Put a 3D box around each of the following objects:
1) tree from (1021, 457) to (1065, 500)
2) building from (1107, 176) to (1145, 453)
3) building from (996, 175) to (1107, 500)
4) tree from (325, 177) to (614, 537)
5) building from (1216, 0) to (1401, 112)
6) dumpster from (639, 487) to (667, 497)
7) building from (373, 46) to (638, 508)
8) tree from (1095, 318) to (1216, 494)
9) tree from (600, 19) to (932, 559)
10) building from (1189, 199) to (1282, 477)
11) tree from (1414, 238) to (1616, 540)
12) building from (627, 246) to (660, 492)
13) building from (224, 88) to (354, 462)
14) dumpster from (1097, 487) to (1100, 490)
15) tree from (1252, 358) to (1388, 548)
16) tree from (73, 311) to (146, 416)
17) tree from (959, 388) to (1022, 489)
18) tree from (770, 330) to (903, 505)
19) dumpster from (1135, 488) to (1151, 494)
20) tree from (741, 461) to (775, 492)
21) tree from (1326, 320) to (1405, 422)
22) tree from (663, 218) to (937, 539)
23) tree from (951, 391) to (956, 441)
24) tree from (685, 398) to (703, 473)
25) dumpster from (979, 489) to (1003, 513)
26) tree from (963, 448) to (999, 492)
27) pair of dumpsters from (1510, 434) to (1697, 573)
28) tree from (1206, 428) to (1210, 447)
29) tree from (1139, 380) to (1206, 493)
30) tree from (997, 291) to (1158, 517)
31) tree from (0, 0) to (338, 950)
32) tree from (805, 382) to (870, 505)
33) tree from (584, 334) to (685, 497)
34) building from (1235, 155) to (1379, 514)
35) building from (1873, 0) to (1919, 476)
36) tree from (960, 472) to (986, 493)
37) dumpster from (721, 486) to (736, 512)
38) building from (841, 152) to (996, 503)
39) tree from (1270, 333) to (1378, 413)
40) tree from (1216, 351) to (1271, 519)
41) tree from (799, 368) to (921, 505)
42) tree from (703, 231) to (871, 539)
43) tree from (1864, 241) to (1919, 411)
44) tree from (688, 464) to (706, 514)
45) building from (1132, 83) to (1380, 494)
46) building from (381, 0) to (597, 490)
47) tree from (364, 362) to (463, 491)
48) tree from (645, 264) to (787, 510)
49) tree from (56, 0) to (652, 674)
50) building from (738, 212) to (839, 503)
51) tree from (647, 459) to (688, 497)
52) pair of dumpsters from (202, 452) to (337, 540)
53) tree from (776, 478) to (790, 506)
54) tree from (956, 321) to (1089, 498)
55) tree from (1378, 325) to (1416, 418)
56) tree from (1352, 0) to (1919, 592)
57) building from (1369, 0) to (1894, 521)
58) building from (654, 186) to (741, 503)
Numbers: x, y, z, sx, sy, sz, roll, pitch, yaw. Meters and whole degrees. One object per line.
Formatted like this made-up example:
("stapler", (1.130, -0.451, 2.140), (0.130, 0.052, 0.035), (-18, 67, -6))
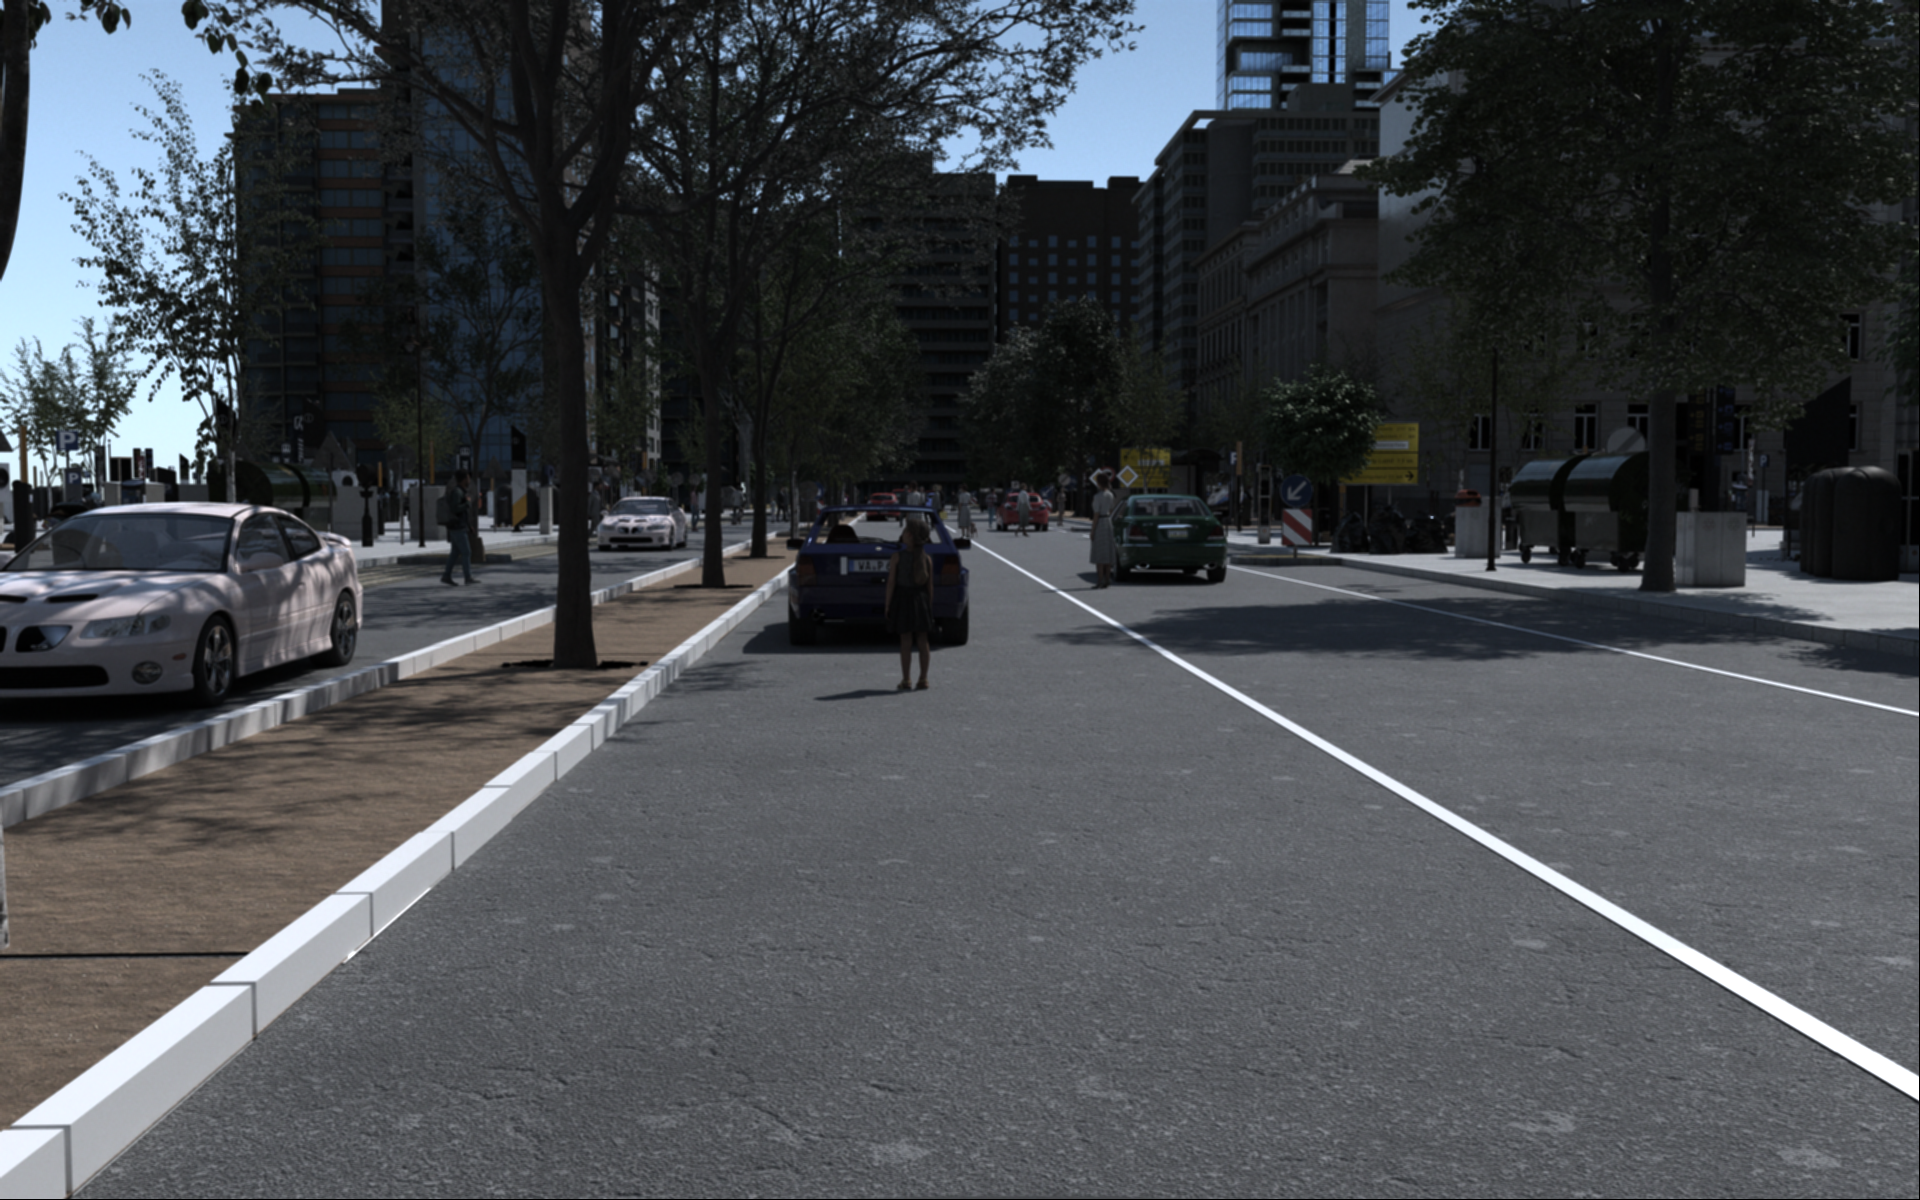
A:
("tree", (5.919, -8.462, 122.073), (4.285, 4.588, 4.351), (0, 3, 0))
("building", (26.649, -36.512, 247.081), (14.200, 45.320, 14.600), (0, 4, -2))
("building", (12.483, -36.444, 245.967), (14.200, 45.320, 14.600), (0, 4, -2))
("tree", (-14.548, -7.149, 51.299), (8.767, 10.594, 7.601), (-1, 4, -11))
("building", (49.661, -57.360, 250.503), (31.000, 86.520, 22.319), (0, 4, -2))
("dumpster", (-18.927, -6.367, 106.595), (1.502, 2.255, 1.985), (0, 4, -2))
("building", (-43.236, -31.398, 167.979), (22.147, 44.769, 28.867), (0, 4, -2))
("tree", (7.703, -7.436, 71.941), (4.737, 8.622, 4.395), (0, 3, 0))
("tree", (-4.349, -6.714, 37.981), (9.928, 11.665, 9.643), (0, 3, 0))
("building", (24.583, -18.543, 132.054), (11.050, 23.489, 19.941), (0, 4, -2))
("tree", (15.500, -5.948, 47.618), (4.737, 8.622, 4.395), (0, 3, 0))
("building", (-41.303, -25.896, 195.096), (14.107, 30.474, 14.160), (0, 4, -2))
("building", (-62.910, -32.750, 190.093), (28.867, 44.769, 22.147), (0, 4, -2))
("dumpster", (8.963, -6.616, 113.935), (1.264, 1.857, 1.865), (0, 4, -2))
("tree", (8.739, -3.566, 42.022), (4.285, 4.588, 4.351), (0, 3, 0))
("tree", (-34.701, -7.276, 69.318), (4.737, 8.622, 4.395), (0, 3, 0))
("tree", (3.775, -15.572, 172.726), (7.486, 12.596, 7.792), (0, 3, 0))
("tree", (-6.866, -10.813, 97.378), (7.486, 12.596, 7.792), (0, 3, 0))
("dumpster", (9.191, -5.370, 90.286), (1.502, 2.255, 1.985), (0, 4, -2))
("tree", (-18.245, -10.545, 156.126), (4.285, 4.588, 4.351), (0, 3, 0))
("tree", (17.004, -7.573, 74.174), (4.360, 8.622, 3.978), (0, 3, 0))
("tree", (-5.066, -7.125, 53.356), (8.767, 10.594, 7.601), (0, 4, -2))
("tree", (4.098, -15.451, 159.278), (9.857, 13.997, 8.962), (0, 3, 0))
("tree", (-19.221, -10.969, 129.703), (4.737, 8.622, 4.395), (0, 3, 0))
("dumpster", (2.410, -7.752, 134.955), (1.865, 1.857, 1.264), (0, 4, -4))
("tree", (2.656, -14.106, 180.999), (4.737, 8.622, 4.395), (0, 3, 0))
("pair of dumpsters", (11.143, -1.693, 30.174), (1.574, 2.255, 4.437), (0, 4, -2))
("tree", (15.828, -10.575, 123.268), (4.360, 8.622, 3.978), (0, 3, 0))
("tree", (13.106, -9.891, 112.076), (4.360, 8.622, 3.978), (0, 3, 0))
("tree", (6.738, -11.092, 98.355), (9.611, 12.733, 9.660), (0, 3, 0))
("tree", (-3.096, -3.216, 5.402), (4.360, 8.622, 3.978), (0, 3, 0))
("tree", (-6.208, -8.483, 91.508), (4.360, 8.622, 3.978), (0, 3, 0))
("tree", (-15.200, -7.859, 78.861), (4.737, 8.622, 4.395), (0, 3, 0))
("building", (26.393, -16.403, 109.983), (13.314, 21.916, 24.055), (0, 4, -2))
("building", (30.158, -11.698, 33.060), (13.314, 21.916, 24.055), (0, 4, -2))
("tree", (1.720, -14.225, 216.289), (4.285, 4.588, 4.351), (0, 3, 0))
("dumpster", (-16.960, -7.377, 126.368), (1.264, 1.857, 1.865), (0, 4, -2))
("building", (-6.042, -38.180, 247.939), (21.600, 48.544, 21.300), (0, 4, -2))
("tree", (17.383, -7.901, 79.539), (4.737, 8.622, 4.395), (0, 3, 0))
("tree", (14.690, -8.441, 88.376), (4.737, 8.622, 4.395), (0, 3, 0))
("tree", (-7.444, -12.162, 118.312), (9.611, 12.733, 9.660), (0, 3, 0))
("tree", (-4.461, -5.771, 47.177), (4.737, 8.622, 4.395), (0, 3, 0))
("tree", (10.284, -1.999, 16.393), (4.285, 4.588, 4.351), (0, 3, 0))
("tree", (-16.891, -7.149, 111.486), (1.663, 3.219, 1.824), (0, 3, 0))
("building", (32.827, -29.127, 168.107), (32.217, 40.220, 23.993), (0, 4, -2))
("building", (-39.041, -30.345, 146.253), (14.600, 45.320, 14.200), (0, 4, -2))
("tree", (-31.293, -8.968, 96.984), (4.737, 8.622, 4.395), (0, 3, 0))
("tree", (-18.509, -17.356, 139.665), (12.611, 20.169, 13.585), (0, 3, 0))
("tree", (-3.141, -6.173, 13.748), (12.009, 13.543, 11.850), (0, 3, 0))
("building", (-24.072, -34.304, 244.457), (14.086, 41.232, 14.154), (0, 4, -2))
("tree", (-16.002, -6.027, 93.137), (1.663, 3.219, 1.824), (0, 3, 0))
("pair of dumpsters", (-15.213, -2.189, 38.290), (1.574, 2.255, 4.437), (0, 4, -2))
("tree", (-19.513, -12.090, 192.273), (1.663, 3.219, 1.824), (0, 3, 0))
("tree", (5.302, -13.590, 128.849), (9.857, 13.997, 8.962), (0, 3, 0))
("tree", (15.137, -6.247, 52.506), (4.737, 8.622, 4.395), (0, 3, 0))
("tree", (9.195, -6.416, 23.033), (7.486, 12.596, 7.792), (0, 3, 0))
("building", (34.660, -17.752, 87.505), (25.104, 27.353, 12.463), (0, 4, -2))
("building", (-45.879, -36.285, 247.885), (28.867, 44.769, 22.147), (0, 4, -2))
